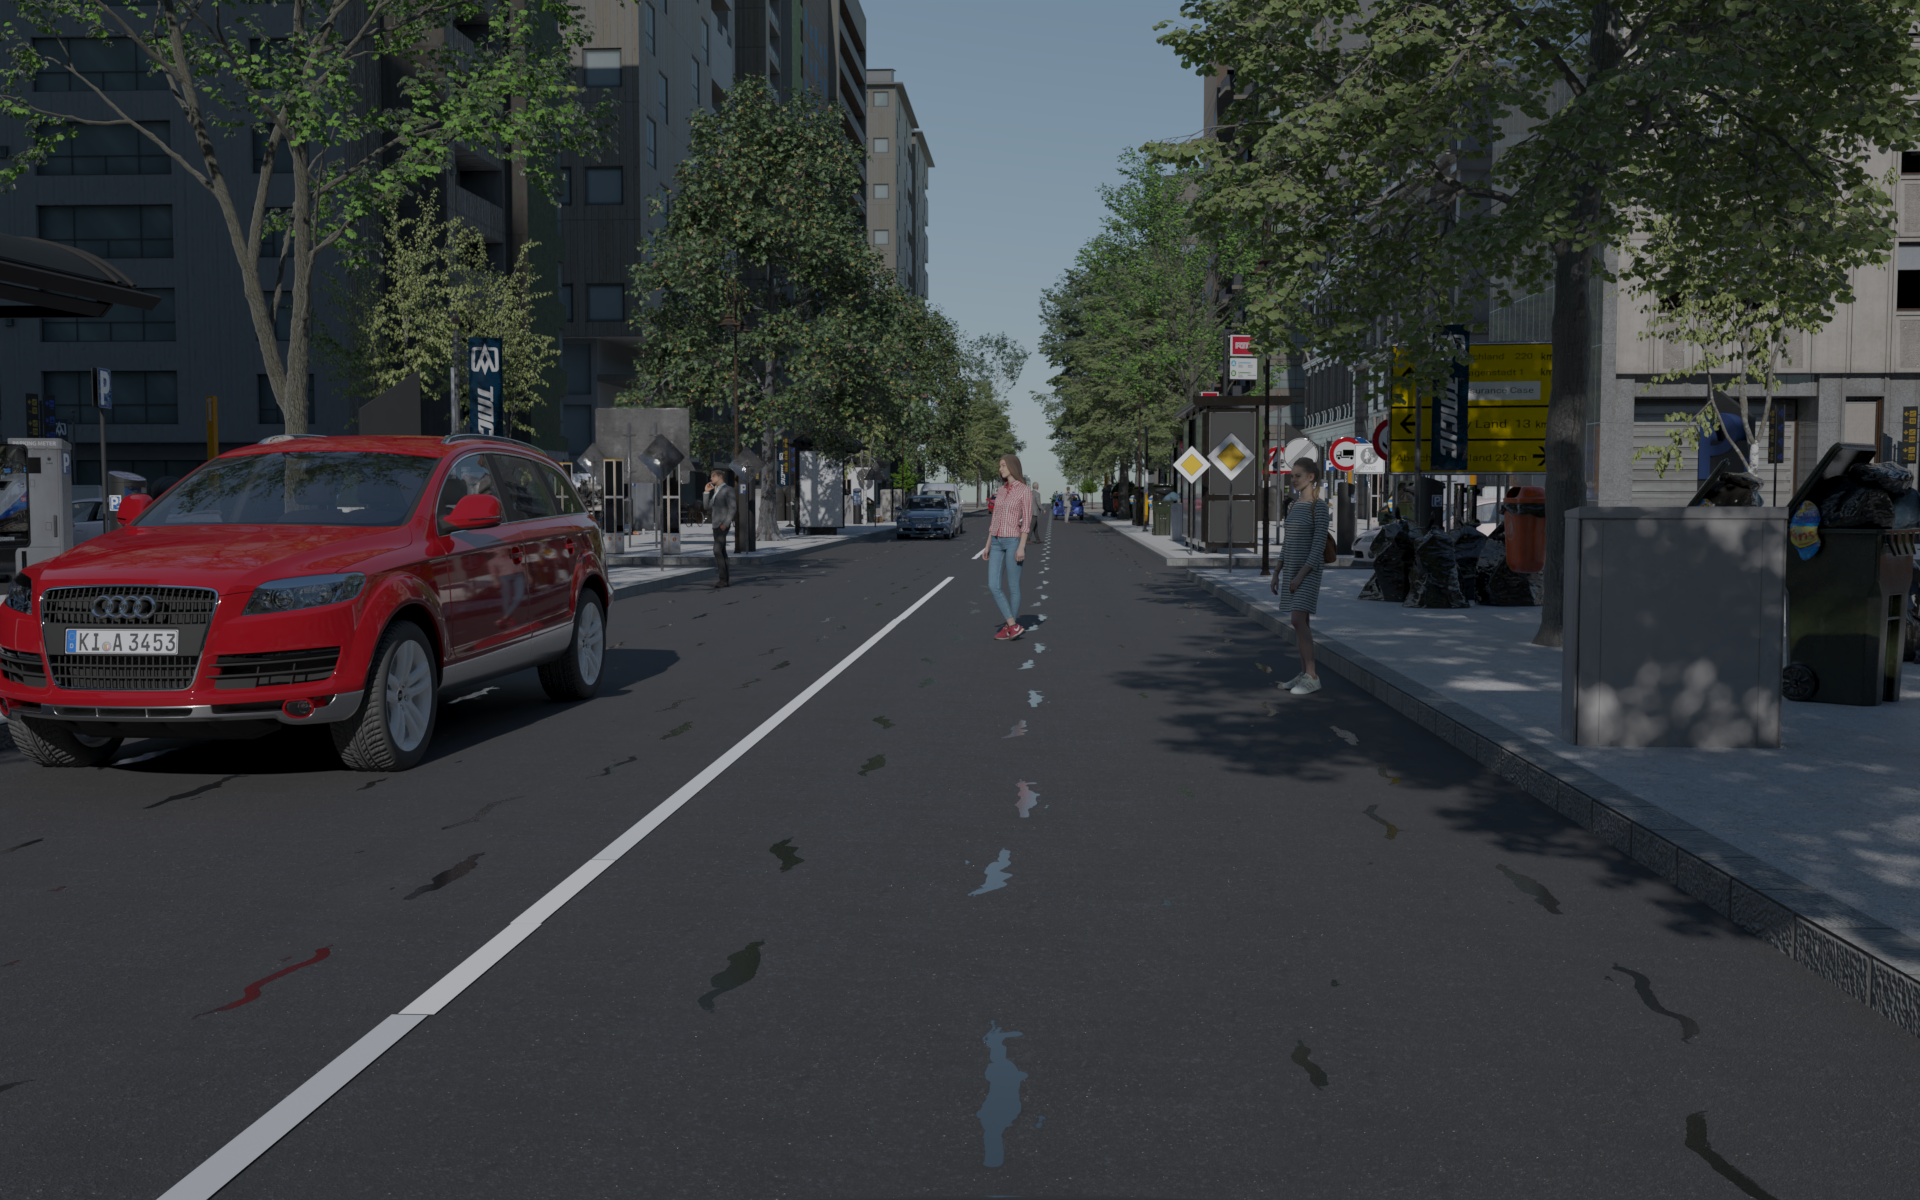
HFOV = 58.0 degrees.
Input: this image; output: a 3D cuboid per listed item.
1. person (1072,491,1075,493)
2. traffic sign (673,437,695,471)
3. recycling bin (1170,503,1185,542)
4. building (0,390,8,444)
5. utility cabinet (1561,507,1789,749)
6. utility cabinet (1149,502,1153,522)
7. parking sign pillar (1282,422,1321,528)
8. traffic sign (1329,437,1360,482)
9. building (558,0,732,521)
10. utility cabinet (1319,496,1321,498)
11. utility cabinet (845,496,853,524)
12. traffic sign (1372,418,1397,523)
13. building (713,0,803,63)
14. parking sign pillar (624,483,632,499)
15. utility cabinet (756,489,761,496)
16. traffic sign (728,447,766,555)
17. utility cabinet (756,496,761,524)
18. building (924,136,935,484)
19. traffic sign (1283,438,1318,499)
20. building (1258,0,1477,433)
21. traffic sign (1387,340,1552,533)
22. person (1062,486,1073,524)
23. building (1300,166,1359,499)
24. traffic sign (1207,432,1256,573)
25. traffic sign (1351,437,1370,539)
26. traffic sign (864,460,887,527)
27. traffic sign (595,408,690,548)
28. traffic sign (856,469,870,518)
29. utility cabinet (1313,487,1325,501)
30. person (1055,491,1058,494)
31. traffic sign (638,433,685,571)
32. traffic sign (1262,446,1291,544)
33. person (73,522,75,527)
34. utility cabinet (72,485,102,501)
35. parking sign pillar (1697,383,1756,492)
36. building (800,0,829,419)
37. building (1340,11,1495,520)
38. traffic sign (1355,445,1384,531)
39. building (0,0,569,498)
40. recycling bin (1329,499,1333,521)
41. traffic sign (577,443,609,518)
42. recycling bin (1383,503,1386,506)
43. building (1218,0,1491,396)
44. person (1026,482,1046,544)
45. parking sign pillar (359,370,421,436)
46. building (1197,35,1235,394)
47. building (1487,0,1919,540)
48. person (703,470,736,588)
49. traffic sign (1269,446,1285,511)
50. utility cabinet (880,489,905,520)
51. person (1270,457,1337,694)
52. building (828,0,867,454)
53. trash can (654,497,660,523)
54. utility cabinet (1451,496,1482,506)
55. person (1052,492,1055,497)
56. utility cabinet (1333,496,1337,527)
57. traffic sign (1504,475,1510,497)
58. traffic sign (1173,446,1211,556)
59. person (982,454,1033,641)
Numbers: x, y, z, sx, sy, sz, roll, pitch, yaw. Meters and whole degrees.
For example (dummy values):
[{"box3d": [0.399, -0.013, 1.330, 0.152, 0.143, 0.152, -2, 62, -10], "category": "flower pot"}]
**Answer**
[{"box3d": [8.848, -7.738, 136.492, 0.593, 1.643, 0.415, 0, 4, 1], "category": "person"}, {"box3d": [-6.468, -2.420, 39.566, 0.884, 2.594, 0.081, 1, 4, 13], "category": "traffic sign"}, {"box3d": [6.207, -2.112, 47.078, 0.722, 1.027, 0.722, 3, 5, 43], "category": "recycling bin"}, {"box3d": [-44.084, -22.848, 65.440, 23.993, 40.220, 32.217, 0, 4, 3], "category": "building"}, {"box3d": [3.646, 0.139, 8.883, 1.020, 1.237, 0.306, 0, 4, 5], "category": "utility cabinet"}, {"box3d": [8.989, -4.138, 78.810, 1.020, 1.237, 0.306, 2, 4, 24], "category": "utility cabinet"}, {"box3d": [12.874, -4.687, 65.108, 1.447, 3.967, 1.447, 0, 4, -1], "category": "parking sign pillar"}, {"box3d": [8.601, -2.357, 38.636, 0.768, 2.556, 0.104, 0, 4, 6], "category": "traffic sign"}, {"box3d": [-27.569, -30.848, 93.596, 28.713, 52.752, 27.495, 0, 4, 3], "category": "building"}, {"box3d": [9.348, -2.169, 46.624, 0.306, 1.237, 1.020, -1, 4, -15], "category": "utility cabinet"}, {"box3d": [-4.732, -3.906, 75.029, 0.306, 1.237, 1.020, -1, 4, -22], "category": "utility cabinet"}, {"box3d": [7.199, -1.748, 28.679, 0.768, 2.556, 0.104, 1, 4, 11], "category": "traffic sign"}, {"box3d": [-18.719, -26.643, 119.201, 14.154, 41.232, 14.086, 0, 4, 3], "category": "building"}, {"box3d": [-14.451, -5.255, 74.393, 1.447, 3.967, 1.447, 1, 4, 13], "category": "parking sign pillar"}, {"box3d": [-9.418, -4.333, 79.528, 0.318, 1.500, 1.173, 3, 4, 38], "category": "utility cabinet"}, {"box3d": [-4.506, -2.017, 36.627, 0.795, 2.450, 0.064, 0, 4, 3], "category": "traffic sign"}, {"box3d": [-8.477, -3.874, 74.506, 1.020, 1.237, 0.306, -2, 4, -26], "category": "utility cabinet"}, {"box3d": [-18.639, -40.272, 247.681, 28.713, 52.752, 27.495, 0, 4, 3], "category": "building"}, {"box3d": [7.742, -2.405, 39.428, 0.768, 2.556, 0.104, 1, 4, 12], "category": "traffic sign"}, {"box3d": [28.161, -26.932, 123.937, 14.154, 41.232, 14.086, 0, 4, 3], "category": "building"}, {"box3d": [6.886, -1.793, 23.189, 2.265, 3.308, 0.079, 1, 4, 11], "category": "traffic sign"}, {"box3d": [5.289, -4.614, 84.131, 0.606, 1.804, 0.583, 3, 4, 36], "category": "person"}, {"box3d": [26.415, -16.118, 99.694, 11.583, 22.565, 21.152, 0, 4, 3], "category": "building"}, {"box3d": [4.395, -1.498, 28.133, 0.795, 2.450, 0.064, 0, 4, 3], "category": "traffic sign"}, {"box3d": [8.904, -2.376, 38.960, 0.768, 2.556, 0.104, 1, 4, 12], "category": "traffic sign"}, {"box3d": [-3.252, -4.064, 66.454, 0.884, 2.594, 0.081, 0, 4, 8], "category": "traffic sign"}, {"box3d": [-7.547, -2.893, 41.170, 2.265, 3.308, 0.079, 0, 4, 4], "category": "traffic sign"}, {"box3d": [-4.815, -5.301, 86.777, 0.768, 2.556, 0.104, 0, 4, 6], "category": "traffic sign"}, {"box3d": [10.563, -2.674, 52.402, 0.318, 1.500, 1.173, -1, 4, -22], "category": "utility cabinet"}, {"box3d": [12.479, -13.180, 223.629, 1.348, 1.869, 0.705, 0, 4, -4], "category": "person"}, {"box3d": [-4.935, -1.530, 28.653, 0.795, 2.450, 0.064, 0, 4, 3], "category": "traffic sign"}, {"box3d": [8.220, -2.729, 44.615, 0.884, 2.594, 0.081, 0, 4, 8], "category": "traffic sign"}, {"box3d": [-16.505, -1.378, 31.709, 0.731, 1.740, 0.598, 1, 4, 14], "category": "person"}, {"box3d": [-22.122, -2.128, 43.471, 1.173, 1.500, 0.318, 0, 4, -1], "category": "utility cabinet"}, {"box3d": [18.263, -3.232, 41.307, 1.447, 3.967, 1.447, -2, 4, -26], "category": "parking sign pillar"}, {"box3d": [-17.861, -29.557, 133.371, 14.600, 45.320, 14.200, 0, 4, 3], "category": "building"}, {"box3d": [25.447, -14.385, 76.997, 13.314, 21.916, 24.055, 0, 4, 3], "category": "building"}, {"box3d": [8.337, -2.031, 35.329, 0.606, 2.300, 0.079, 1, 4, 13], "category": "traffic sign"}, {"box3d": [-22.383, -17.582, 59.161, 14.160, 30.474, 14.107, 0, 4, 3], "category": "building"}, {"box3d": [18.012, -4.340, 83.510, 0.722, 1.027, 0.722, 2, 4, 28], "category": "recycling bin"}, {"box3d": [-8.250, -2.312, 38.981, 0.795, 2.450, 0.064, 1, 4, 12], "category": "traffic sign"}, {"box3d": [12.631, -2.270, 49.667, 0.722, 1.027, 0.722, -2, 4, -27], "category": "recycling bin"}, {"box3d": [33.264, -30.009, 145.263, 22.147, 44.769, 28.867, 0, 4, 3], "category": "building"}, {"box3d": [2.181, -2.488, 49.573, 0.834, 1.777, 0.661, -3, 5, -42], "category": "person"}, {"box3d": [-12.344, -2.994, 37.430, 1.447, 3.967, 1.447, -3, 4, -36], "category": "parking sign pillar"}, {"box3d": [30.897, -31.608, 166.898, 14.600, 45.320, 14.200, 0, 4, 3], "category": "building"}, {"box3d": [27.257, -14.243, 50.902, 19.932, 24.808, 12.078, 0, 4, 3], "category": "building"}, {"box3d": [-3.709, -1.103, 26.712, 0.473, 1.802, 0.592, -1, 4, -15], "category": "person"}, {"box3d": [8.459, -2.811, 46.061, 0.768, 2.556, 0.104, 1, 4, 10], "category": "traffic sign"}, {"box3d": [-3.238, -4.560, 83.240, 1.173, 1.500, 0.318, 2, 4, 25], "category": "utility cabinet"}, {"box3d": [2.520, -0.194, 12.679, 0.522, 1.701, 0.512, -2, 4, -27], "category": "person"}, {"box3d": [-19.845, -32.267, 151.271, 21.300, 48.544, 21.600, 0, 4, 3], "category": "building"}, {"box3d": [-13.254, -3.957, 76.343, 0.748, 1.137, 0.748, 0, 3, 0], "category": "trash can"}, {"box3d": [16.205, -2.716, 55.575, 1.020, 1.237, 0.306, 0, 4, 4], "category": "utility cabinet"}, {"box3d": [12.158, -13.045, 222.696, 0.541, 1.710, 0.530, 2, 4, 26], "category": "person"}, {"box3d": [14.623, -3.414, 66.977, 0.306, 1.237, 1.020, 1, 4, 19], "category": "utility cabinet"}, {"box3d": [8.334, -1.607, 26.388, 0.768, 2.556, 0.104, 0, 4, 6], "category": "traffic sign"}, {"box3d": [4.824, -1.986, 36.107, 0.795, 2.450, 0.064, 0, 4, 3], "category": "traffic sign"}, {"box3d": [0.453, -0.522, 17.051, 0.555, 1.821, 0.388, 2, 4, 34], "category": "person"}]
